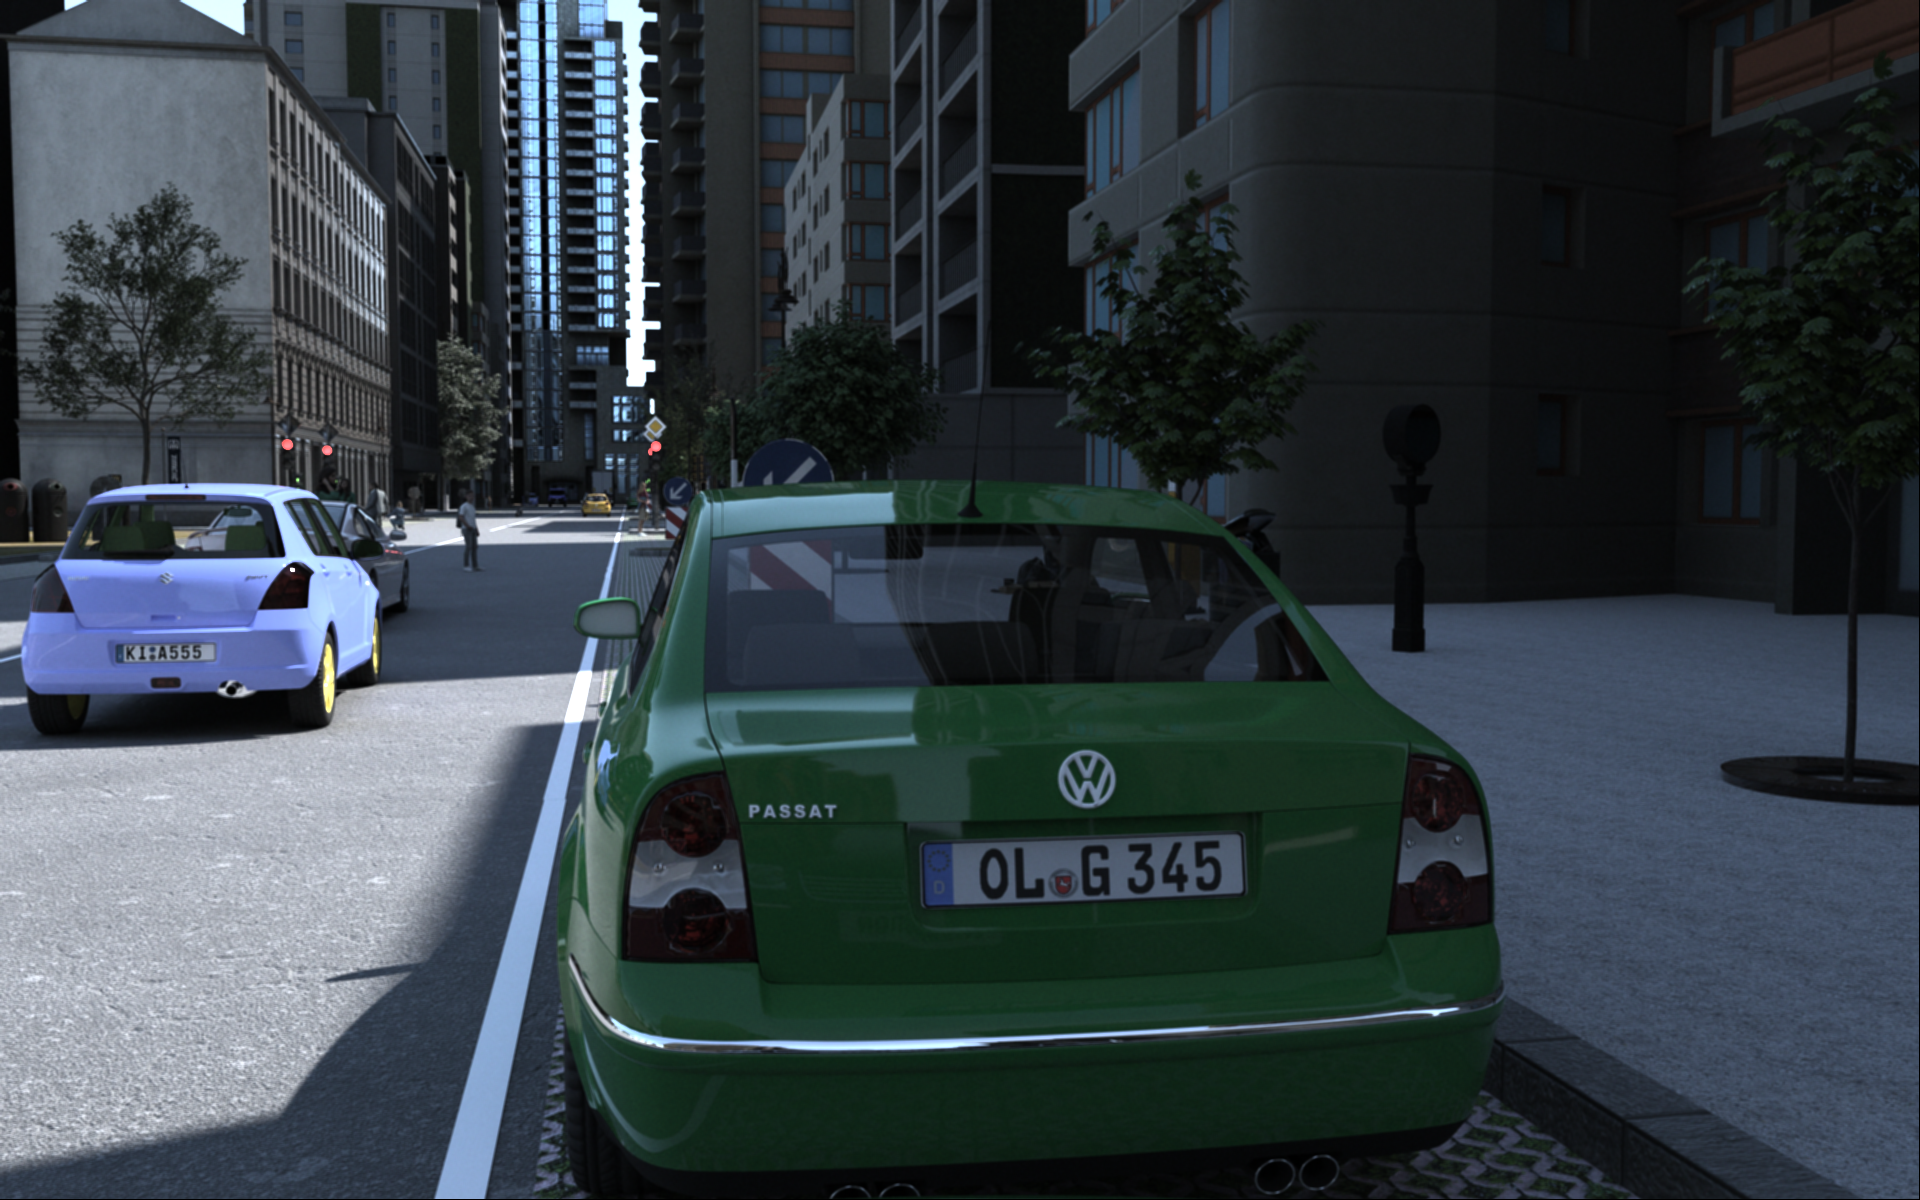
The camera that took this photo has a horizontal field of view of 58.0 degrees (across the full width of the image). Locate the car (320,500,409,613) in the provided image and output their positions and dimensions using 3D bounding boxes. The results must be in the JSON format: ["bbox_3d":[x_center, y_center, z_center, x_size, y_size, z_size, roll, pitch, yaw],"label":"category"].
[{"bbox_3d":[-7.350,-0.432,19.419,2.083,1.381,4.827,-1,4,-11],"label":"car"}]

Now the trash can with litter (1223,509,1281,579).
[{"bbox_3d":[1.939,-0.120,13.346,0.624,1.170,1.055,-3,5,-44],"label":"trash can with litter"}]

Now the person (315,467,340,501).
[{"bbox_3d":[-8.535,-0.896,23.398,0.529,1.795,0.600,0,4,-1],"label":"person"}]

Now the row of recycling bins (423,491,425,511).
[{"bbox_3d":[-41.740,-7.460,129.078,3.534,1.692,1.069,-1,4,-18],"label":"row of recycling bins"}]

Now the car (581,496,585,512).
[{"bbox_3d":[-29.507,-7.793,139.414,2.014,1.417,4.499,-1,4,-9],"label":"car"}]

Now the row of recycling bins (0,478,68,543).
[{"bbox_3d":[-25.485,-2.352,45.571,3.534,1.692,1.069,-2,4,-35],"label":"row of recycling bins"}]

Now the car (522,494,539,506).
[{"bbox_3d":[-50.945,-11.980,205.462,1.945,1.707,3.694,-1,4,-11],"label":"car"}]

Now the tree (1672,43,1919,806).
[{"bbox_3d":[4.046,-0.788,7.491,1.663,3.219,1.824,0,3,0],"label":"tree"}]

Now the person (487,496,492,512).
[{"bbox_3d":[-38.599,-7.879,141.998,0.373,1.253,0.362,-2,4,-24],"label":"person"}]

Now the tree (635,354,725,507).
[{"bbox_3d":[-14.457,-8.558,90.283,4.737,8.622,4.395,0,3,0],"label":"tree"}]

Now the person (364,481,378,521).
[{"bbox_3d":[-16.026,-2.333,46.921,0.573,1.790,0.520,-2,4,-29],"label":"person"}]

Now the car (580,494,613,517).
[{"bbox_3d":[-22.706,-5.995,108.239,2.015,1.641,3.980,-1,4,-12],"label":"car"}]

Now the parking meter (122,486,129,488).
[{"bbox_3d":[-25.183,-2.673,52.119,0.372,1.533,0.369,0,3,0],"label":"parking meter"}]

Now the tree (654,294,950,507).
[{"bbox_3d":[-1.974,-2.734,28.413,4.285,4.588,4.351,0,3,0],"label":"tree"}]

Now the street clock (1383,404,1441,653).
[{"bbox_3d":[3.661,-0.582,14.079,0.471,2.002,0.358,-3,4,-39],"label":"street clock"}]

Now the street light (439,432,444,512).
[{"bbox_3d":[-38.001,-9.418,126.764,0.468,5.910,1.993,-1,4,-11],"label":"street light"}]

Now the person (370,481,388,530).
[{"bbox_3d":[-17.304,-2.620,51.438,0.391,1.810,0.635,1,4,18],"label":"person"}]

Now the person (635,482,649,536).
[{"bbox_3d":[-10.858,-3.104,59.231,0.573,1.828,0.580,-2,4,-35],"label":"person"}]

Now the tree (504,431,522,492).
[{"bbox_3d":[-49.635,-14.523,187.815,4.360,8.622,3.978,0,3,0],"label":"tree"}]

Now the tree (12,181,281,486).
[{"bbox_3d":[-23.762,-7.127,50.933,7.601,10.594,8.767,-3,5,-40],"label":"tree"}]

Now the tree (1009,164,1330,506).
[{"bbox_3d":[1.408,-0.954,10.206,1.663,3.219,1.824,0,3,0],"label":"tree"}]

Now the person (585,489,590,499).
[{"bbox_3d":[-27.384,-7.240,127.138,0.793,1.790,0.793,2,4,32],"label":"person"}]

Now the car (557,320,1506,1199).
[{"bbox_3d":[-0.156,0.230,5.029,1.959,1.807,4.718,-1,4,-9],"label":"car"}]

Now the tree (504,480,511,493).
[{"bbox_3d":[-51.251,-12.227,194.508,1.663,3.219,1.824,0,3,0],"label":"tree"}]

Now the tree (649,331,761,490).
[{"bbox_3d":[-11.134,-7.799,77.870,4.360,8.622,3.978,0,3,0],"label":"tree"}]

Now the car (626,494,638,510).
[{"bbox_3d":[-29.379,-9.102,157.605,1.959,1.807,4.718,-1,4,-12],"label":"car"}]

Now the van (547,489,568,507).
[{"bbox_3d":[-44.685,-11.492,192.277,2.240,2.365,5.245,-1,4,-12],"label":"van"}]

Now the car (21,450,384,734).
[{"bbox_3d":[-4.968,-0.133,11.760,1.945,1.707,3.694,-1,4,-12],"label":"car"}]

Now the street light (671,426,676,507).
[{"bbox_3d":[-18.875,-8.664,114.443,0.468,5.910,1.993,-1,4,-11],"label":"street light"}]

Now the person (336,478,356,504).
[{"bbox_3d":[-14.163,-1.907,39.934,0.600,1.795,0.529,-1,4,-15],"label":"person"}]

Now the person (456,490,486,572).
[{"bbox_3d":[-9.079,-1.286,32.128,0.523,1.515,0.503,-1,4,-15],"label":"person"}]

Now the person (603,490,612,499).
[{"bbox_3d":[-37.066,-10.575,181.035,1.348,1.869,0.705,-1,4,-15],"label":"person"}]

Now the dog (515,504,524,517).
[{"bbox_3d":[-27.665,-5.594,108.297,0.800,0.831,0.513,0,4,-8],"label":"dog"}]

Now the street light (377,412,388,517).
[{"bbox_3d":[-32.477,-7.623,97.422,0.468,5.910,1.993,-1,4,-11],"label":"street light"}]

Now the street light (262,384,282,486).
[{"bbox_3d":[-26.901,-5.813,67.824,0.468,5.910,1.993,-1,4,-11],"label":"street light"}]

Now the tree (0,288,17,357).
[{"bbox_3d":[-23.991,-5.462,39.671,4.360,8.622,3.978,0,3,0],"label":"tree"}]

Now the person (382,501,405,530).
[{"bbox_3d":[-22.480,-3.359,68.926,1.012,1.151,0.738,-3,5,-40],"label":"person"}]

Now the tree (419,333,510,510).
[{"bbox_3d":[-40.566,-14.000,135.558,9.857,13.997,8.962,0,3,0],"label":"tree"}]

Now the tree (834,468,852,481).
[{"bbox_3d":[-3.294,-2.887,41.796,1.663,3.219,1.824,0,3,0],"label":"tree"}]

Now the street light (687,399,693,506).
[{"bbox_3d":[-13.198,-6.841,84.636,0.468,5.910,1.993,-1,4,-11],"label":"street light"}]
